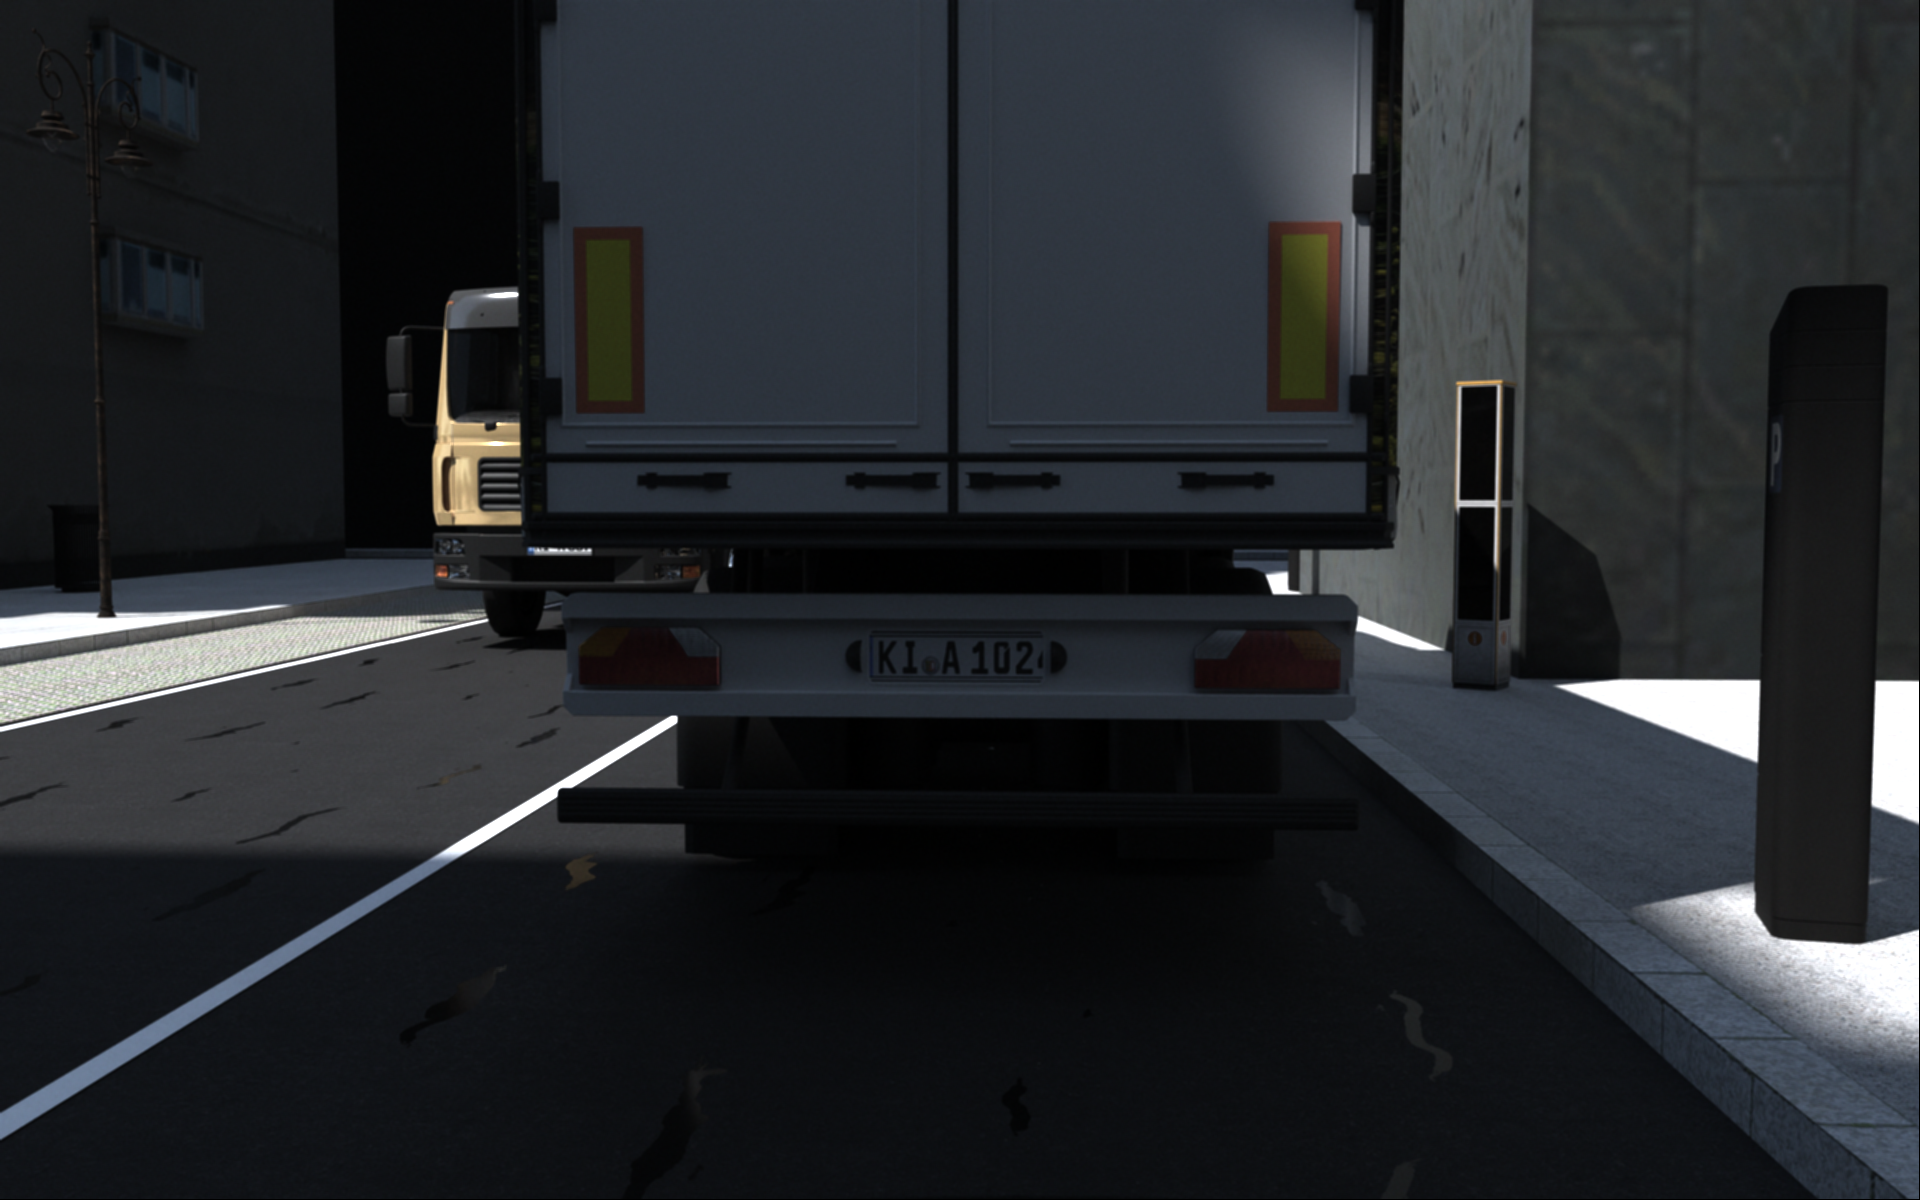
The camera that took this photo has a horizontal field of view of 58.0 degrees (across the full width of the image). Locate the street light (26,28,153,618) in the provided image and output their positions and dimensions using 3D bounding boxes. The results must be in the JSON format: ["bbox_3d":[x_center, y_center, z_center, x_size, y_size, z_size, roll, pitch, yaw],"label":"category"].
[{"bbox_3d":[-8.885,-2.756,17.856,0.468,5.910,1.993,0,4,3],"label":"street light"}]

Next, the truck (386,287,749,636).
[{"bbox_3d":[-3.340,-1.447,19.590,3.469,3.379,9.791,0,4,4],"label":"truck"}]

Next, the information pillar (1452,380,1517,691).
[{"bbox_3d":[3.454,-0.424,11.417,0.304,2.012,0.304,2,4,35],"label":"information pillar"}]

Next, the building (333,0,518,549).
[{"bbox_3d":[-13.914,-13.346,47.892,12.332,23.373,15.834,0,4,3],"label":"building"}]

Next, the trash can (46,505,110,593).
[{"bbox_3d":[-11.550,-0.677,22.725,0.748,1.137,0.748,0,3,0],"label":"trash can"}]

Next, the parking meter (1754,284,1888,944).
[{"bbox_3d":[2.519,0.038,5.088,0.255,1.863,0.399,1,4,16],"label":"parking meter"}]

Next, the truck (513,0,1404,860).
[{"bbox_3d":[0.258,-1.306,10.261,2.839,4.237,11.283,0,4,3],"label":"truck"}]

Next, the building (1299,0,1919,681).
[{"bbox_3d":[14.772,-42.273,3.831,22.319,86.520,31.000,0,4,3],"label":"building"}]

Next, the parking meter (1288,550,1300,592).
[{"bbox_3d":[4.518,-1.052,22.913,0.255,1.863,0.399,0,4,-6],"label":"parking meter"}]

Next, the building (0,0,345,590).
[{"bbox_3d":[-23.253,-24.416,22.901,21.600,48.544,21.300,0,4,3],"label":"building"}]
